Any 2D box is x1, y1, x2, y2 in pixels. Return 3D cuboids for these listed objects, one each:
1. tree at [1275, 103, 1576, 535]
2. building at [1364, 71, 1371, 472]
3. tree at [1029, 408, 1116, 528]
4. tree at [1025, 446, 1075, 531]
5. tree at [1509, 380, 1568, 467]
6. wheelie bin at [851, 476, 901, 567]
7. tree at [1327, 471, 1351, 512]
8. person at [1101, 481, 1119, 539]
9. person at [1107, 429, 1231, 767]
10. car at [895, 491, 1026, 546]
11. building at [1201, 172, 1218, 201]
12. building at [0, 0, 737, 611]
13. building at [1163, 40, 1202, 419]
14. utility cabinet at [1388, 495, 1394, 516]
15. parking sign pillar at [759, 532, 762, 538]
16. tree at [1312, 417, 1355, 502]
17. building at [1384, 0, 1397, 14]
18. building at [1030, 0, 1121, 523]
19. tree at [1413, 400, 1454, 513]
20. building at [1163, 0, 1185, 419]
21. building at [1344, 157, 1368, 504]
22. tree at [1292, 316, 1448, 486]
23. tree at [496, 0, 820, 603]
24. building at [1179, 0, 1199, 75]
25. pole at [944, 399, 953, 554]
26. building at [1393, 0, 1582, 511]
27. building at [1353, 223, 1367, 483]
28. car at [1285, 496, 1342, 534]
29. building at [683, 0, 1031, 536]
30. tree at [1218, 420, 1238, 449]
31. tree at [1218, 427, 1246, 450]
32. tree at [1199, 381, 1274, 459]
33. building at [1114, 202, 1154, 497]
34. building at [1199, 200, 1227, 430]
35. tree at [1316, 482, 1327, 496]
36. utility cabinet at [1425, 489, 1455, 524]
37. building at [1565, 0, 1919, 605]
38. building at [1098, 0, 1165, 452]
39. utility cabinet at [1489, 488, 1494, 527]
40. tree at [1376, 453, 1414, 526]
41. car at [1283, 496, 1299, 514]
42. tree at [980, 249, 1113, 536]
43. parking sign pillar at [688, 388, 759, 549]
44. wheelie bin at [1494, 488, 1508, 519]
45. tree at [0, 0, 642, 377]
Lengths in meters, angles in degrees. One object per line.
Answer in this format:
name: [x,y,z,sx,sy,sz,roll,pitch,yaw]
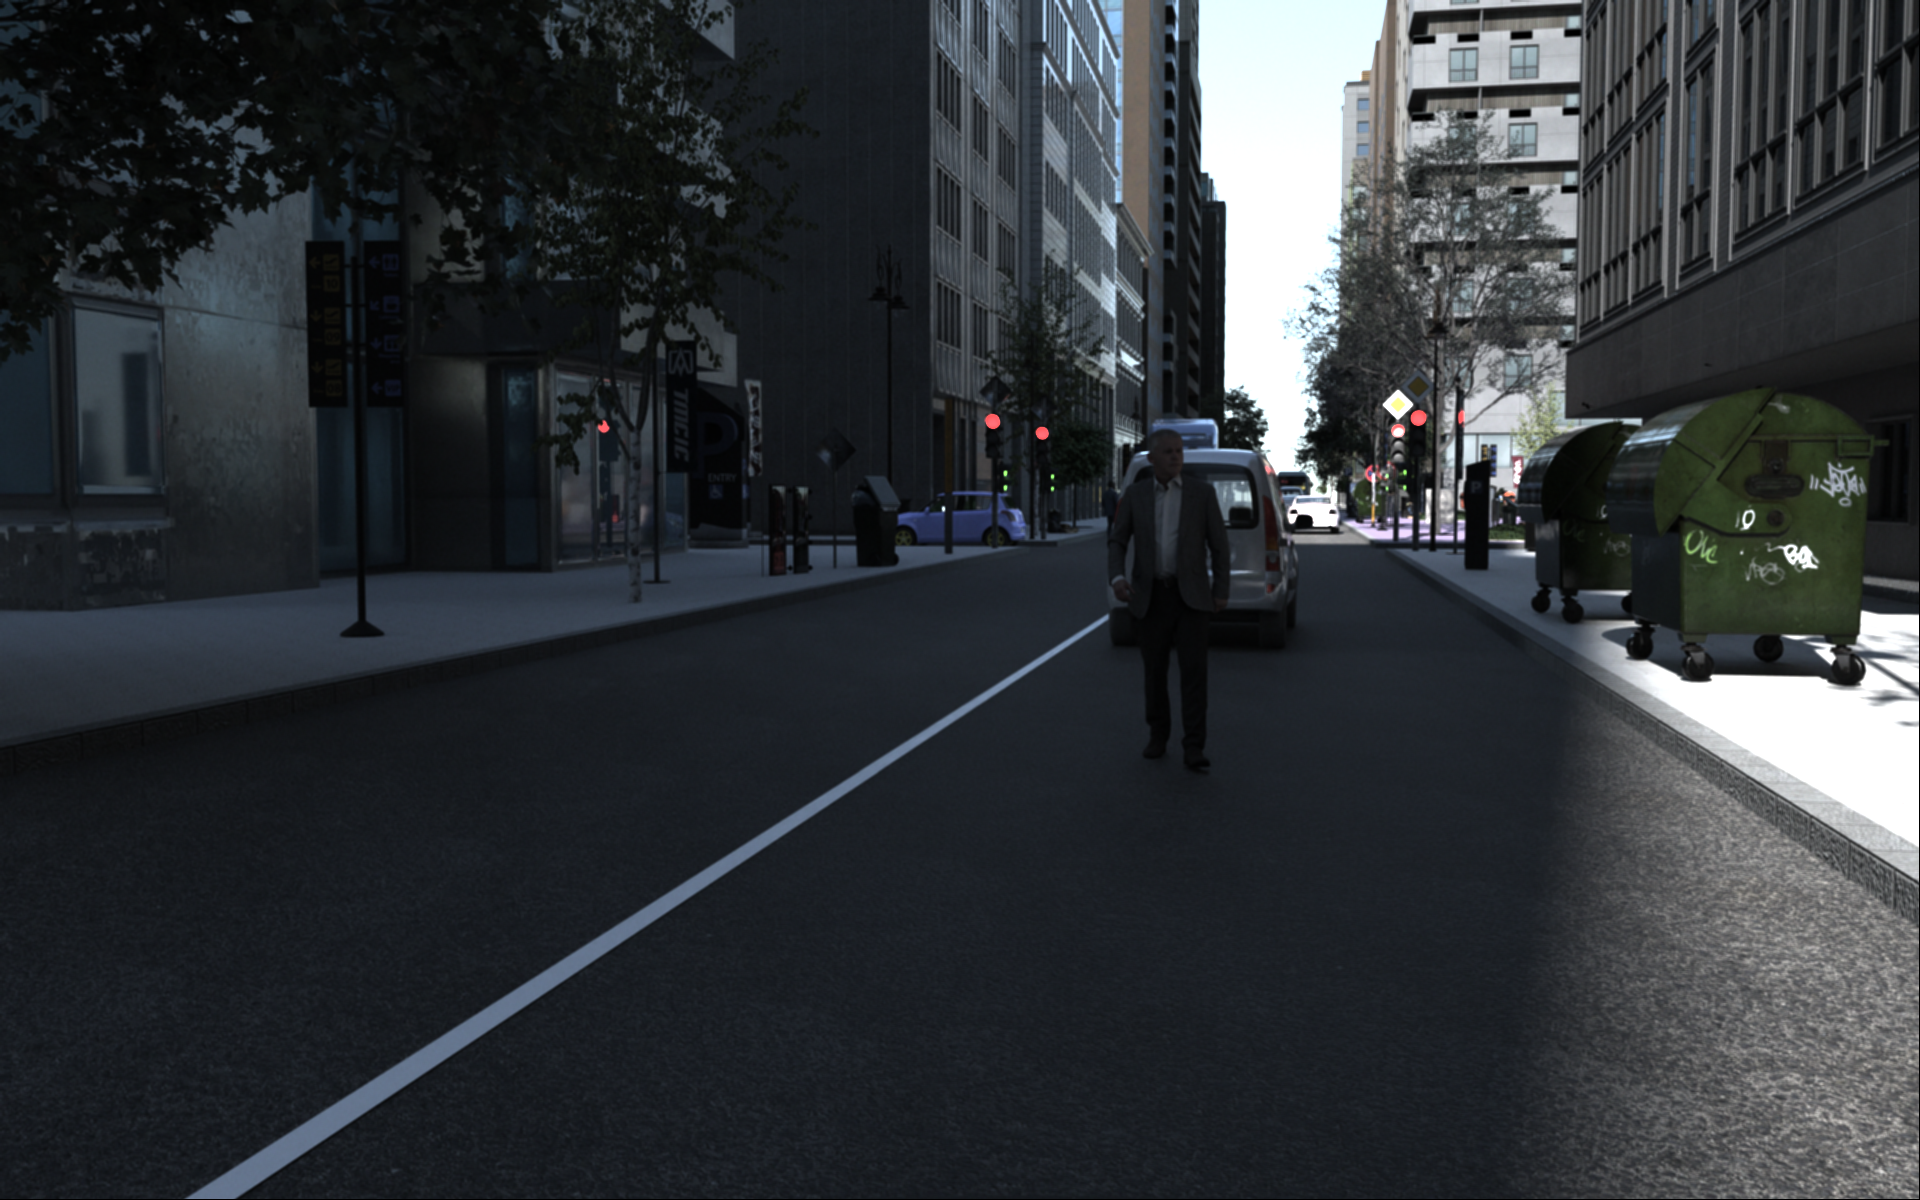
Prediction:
tree: [15.026,-8.778,53.884,12.009,13.543,11.850,0,3,0]
building: [46.684,-31.644,167.488,14.600,45.320,14.200,1,4,11]
tree: [4.306,-5.054,66.341,4.285,4.588,4.351,0,3,0]
tree: [3.095,-4.044,60.717,1.663,3.219,1.824,0,3,0]
tree: [37.166,-9.806,110.694,4.737,8.622,4.395,0,3,0]
wheelie bin: [-1.524,-1.397,30.752,0.693,1.594,0.980,2,4,33]
tree: [27.882,-7.991,125.250,1.663,3.219,1.824,0,3,0]
person: [4.279,-2.432,48.444,0.721,1.800,0.419,3,5,41]
person: [1.120,-0.018,9.193,0.661,1.777,0.834,0,4,0]
car: [-0.181,-2.120,44.260,3.694,1.707,1.945,1,4,12]
building: [27.995,-39.093,258.773,23.786,49.044,30.456,1,4,11]
building: [-20.294,-25.073,29.552,30.456,49.044,23.786,1,4,11]
building: [13.770,-34.071,180.757,21.300,48.544,21.600,1,4,11]
utility cabinet: [24.849,-5.425,99.861,0.306,1.237,1.020,0,4,8]
parking sign pillar: [-6.478,-3.795,50.515,1.447,3.967,1.447,-1,4,-21]
tree: [33.562,-12.546,155.495,4.360,8.622,3.978,0,3,0]
building: [44.309,-30.789,153.510,14.600,45.320,14.200,1,4,11]
building: [0.943,-18.922,86.863,11.434,29.767,29.804,1,4,11]
tree: [30.369,-10.041,114.534,4.360,8.622,3.978,0,3,0]
building: [9.172,-51.358,152.373,22.319,86.520,31.000,1,4,11]
building: [54.693,-32.302,211.724,14.154,41.232,14.086,1,4,11]
tree: [25.337,-11.621,107.009,9.611,12.733,9.660,0,3,0]
tree: [-3.799,-4.291,20.527,4.737,8.622,4.395,0,3,0]
building: [21.693,-47.741,218.816,20.563,71.187,20.611,1,4,11]
pole: [-0.247,-2.649,37.150,0.158,3.312,0.155,0,3,0]
building: [47.413,-33.163,131.451,28.713,52.752,27.495,1,4,11]
building: [48.873,-25.167,183.188,14.160,30.474,14.107,1,4,11]
car: [12.917,-3.120,63.370,2.083,1.381,4.827,1,4,11]
building: [-4.894,-14.975,62.860,12.078,24.808,19.932,1,4,11]
tree: [25.668,-13.536,171.682,4.360,8.622,3.978,0,3,0]
tree: [28.478,-14.375,185.399,4.737,8.622,4.395,0,3,0]
tree: [30.356,-17.630,194.897,9.857,13.997,8.962,0,3,0]
building: [5.819,-16.874,112.042,11.583,22.565,21.152,1,4,11]
building: [28.784,-33.786,235.993,14.154,41.232,14.086,1,4,11]
tree: [47.059,-14.032,224.024,1.663,3.219,1.824,0,3,0]
utility cabinet: [20.458,-3.984,73.821,1.173,1.500,0.318,1,4,11]
building: [17.046,-13.977,22.030,14.314,27.812,24.014,1,4,11]
building: [7.945,-29.405,130.888,14.600,45.320,14.200,1,4,11]
utility cabinet: [19.555,-3.404,64.335,0.318,1.500,1.173,2,4,26]
tree: [17.517,-4.594,69.706,1.663,3.219,1.824,0,3,0]
car: [14.724,-3.998,77.736,2.083,1.381,4.827,1,4,12]
tree: [2.459,-6.283,53.085,4.737,8.622,4.395,0,3,0]
parking sign pillar: [-5.758,-3.225,41.198,1.447,3.967,1.447,1,4,9]
wheelie bin: [28.143,-5.022,90.018,0.693,1.594,0.980,0,4,1]
tree: [-6.551,-5.642,9.259,9.611,12.733,9.660,0,3,0]
